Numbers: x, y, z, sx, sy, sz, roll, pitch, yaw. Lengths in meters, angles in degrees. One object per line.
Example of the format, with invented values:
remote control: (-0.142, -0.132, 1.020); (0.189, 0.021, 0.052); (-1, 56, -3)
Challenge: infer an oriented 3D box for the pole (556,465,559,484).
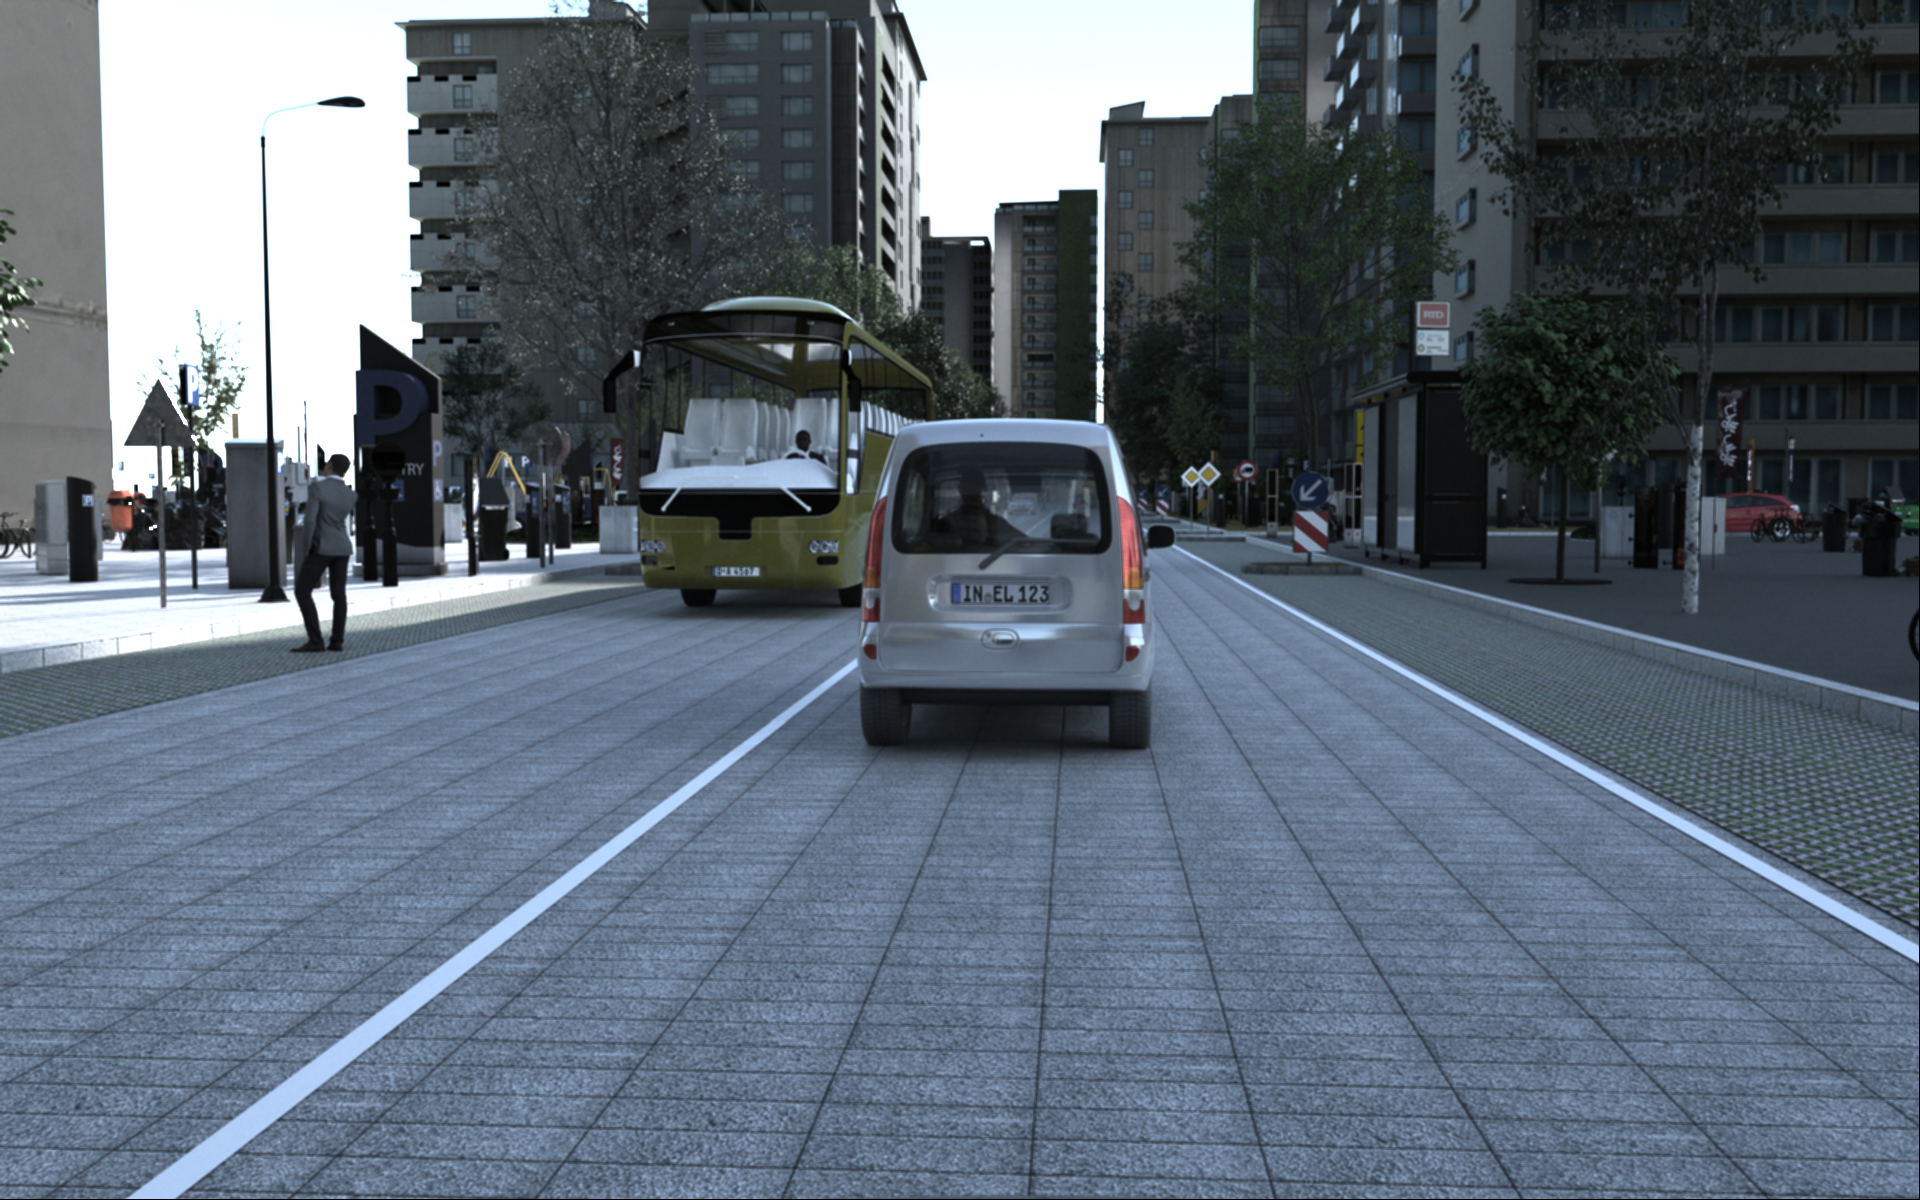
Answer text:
pole: (-26.512, -7.361, 114.189); (0.158, 3.312, 0.155); (0, 3, 0)

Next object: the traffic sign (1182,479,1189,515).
traffic sign: (12.702, -5.785, 96.717); (0.606, 2.300, 0.079); (1, 4, 14)

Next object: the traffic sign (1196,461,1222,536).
traffic sign: (7.608, -3.023, 53.074); (0.795, 2.450, 0.064); (0, 4, 4)

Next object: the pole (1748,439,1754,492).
pole: (29.335, -4.308, 64.283); (0.158, 3.312, 0.155); (0, 3, 0)

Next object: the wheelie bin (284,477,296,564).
wheelie bin: (-12.580, -1.449, 31.604); (0.980, 1.594, 0.693); (1, 4, 13)

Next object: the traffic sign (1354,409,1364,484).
traffic sign: (10.569, -2.907, 41.409); (2.265, 3.308, 0.079); (0, 4, 8)

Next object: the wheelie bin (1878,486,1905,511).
wheelie bin: (35.582, -3.567, 66.221); (0.980, 1.594, 0.693); (-1, 4, -9)

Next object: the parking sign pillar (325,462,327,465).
parking sign pillar: (-48.579, -8.884, 133.732); (1.447, 3.967, 1.447); (-1, 4, -18)

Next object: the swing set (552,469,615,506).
swing set: (-22.866, -6.649, 106.333); (3.119, 2.851, 2.862); (-2, 4, -35)

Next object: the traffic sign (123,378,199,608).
traffic sign: (-8.992, -1.191, 19.484); (0.884, 2.594, 0.081); (0, 4, 6)

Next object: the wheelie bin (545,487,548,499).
wheelie bin: (-17.985, -4.079, 74.605); (0.693, 1.594, 0.980); (-3, 5, -41)

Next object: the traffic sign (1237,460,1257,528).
traffic sign: (10.737, -3.959, 64.837); (0.768, 2.556, 0.104); (0, 4, 4)

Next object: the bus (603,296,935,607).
bus: (-2.123, -2.065, 25.305); (2.896, 3.916, 12.252); (0, 4, 4)

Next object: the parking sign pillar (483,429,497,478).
parking sign pillar: (-19.390, -5.081, 71.552); (1.447, 3.967, 1.447); (-1, 4, -18)

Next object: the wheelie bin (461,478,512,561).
wheelie bin: (-9.130, -1.552, 33.285); (0.693, 1.594, 0.980); (3, 5, 44)

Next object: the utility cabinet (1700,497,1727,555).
utility cabinet: (15.848, -1.572, 36.858); (1.020, 1.237, 0.306); (-2, 4, -29)

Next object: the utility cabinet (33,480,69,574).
utility cabinet: (-14.577, -1.166, 27.739); (0.318, 1.500, 1.173); (-3, 4, -36)

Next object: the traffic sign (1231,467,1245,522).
traffic sign: (12.838, -4.870, 79.727); (0.768, 2.556, 0.104); (0, 4, 7)

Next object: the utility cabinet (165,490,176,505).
utility cabinet: (-44.384, -5.421, 97.311); (0.318, 1.500, 1.173); (-3, 4, -37)

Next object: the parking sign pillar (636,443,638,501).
parking sign pillar: (-11.270, -4.553, 62.914); (1.447, 3.967, 1.447); (-3, 4, -36)

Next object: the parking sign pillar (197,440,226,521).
parking sign pillar: (-36.142, -5.822, 83.667); (1.447, 3.967, 1.447); (2, 4, 24)

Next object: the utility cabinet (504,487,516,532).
utility cabinet: (-14.672, -2.819, 54.772); (1.173, 1.500, 0.318); (1, 4, 9)

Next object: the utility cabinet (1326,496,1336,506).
utility cabinet: (14.478, -3.543, 69.095); (1.020, 1.237, 0.306); (-1, 4, -23)

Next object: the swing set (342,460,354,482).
swing set: (-26.910, -4.870, 77.248); (2.862, 2.851, 3.119); (-1, 4, -22)

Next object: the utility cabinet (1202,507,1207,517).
utility cabinet: (13.806, -5.269, 94.820); (1.173, 1.500, 0.318); (-1, 4, -9)

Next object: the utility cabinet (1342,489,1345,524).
utility cabinet: (16.376, -3.935, 73.017); (0.318, 1.500, 1.173); (2, 4, 24)

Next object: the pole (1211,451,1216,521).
pole: (11.881, -5.344, 81.222); (0.158, 3.312, 0.155); (0, 3, 0)

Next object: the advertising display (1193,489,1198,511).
advertising display: (15.946, -6.724, 115.156); (0.974, 1.923, 0.123); (0, 4, -7)

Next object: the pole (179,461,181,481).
pole: (-48.716, -7.002, 108.319); (0.158, 3.312, 0.155); (0, 3, 0)

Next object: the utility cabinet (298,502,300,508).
utility cabinet: (-48.946, -7.131, 127.760); (0.306, 1.237, 1.020); (-3, 4, -37)

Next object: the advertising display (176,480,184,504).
advertising display: (-37.086, -4.718, 82.349); (0.123, 1.923, 0.974); (-1, 4, -10)

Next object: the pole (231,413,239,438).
pole: (-18.203, -3.042, 43.580); (0.158, 3.312, 0.155); (0, 3, 0)

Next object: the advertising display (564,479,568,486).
advertising display: (-16.855, -4.217, 74.164); (0.123, 1.923, 0.974); (-1, 4, -14)

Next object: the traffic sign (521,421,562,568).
traffic sign: (-7.287, -1.838, 30.157); (0.768, 2.556, 0.104); (1, 4, 12)

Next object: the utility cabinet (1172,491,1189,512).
utility cabinet: (15.162, -6.763, 119.259); (1.173, 1.500, 0.318); (-1, 4, -23)

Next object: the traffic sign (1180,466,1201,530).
traffic sign: (8.156, -3.511, 61.040); (0.795, 2.450, 0.064); (0, 4, 4)

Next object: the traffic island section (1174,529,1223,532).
traffic island section: (8.180, -2.375, 61.116); (2.009, 0.180, 2.903); (0, 4, 4)

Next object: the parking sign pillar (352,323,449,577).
parking sign pillar: (-8.828, -2.370, 27.227); (1.447, 3.967, 1.447); (0, 4, 8)

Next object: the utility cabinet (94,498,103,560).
utility cabinet: (-16.973, -1.394, 33.956); (0.306, 1.237, 1.020); (-2, 4, -27)

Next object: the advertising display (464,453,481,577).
advertising display: (-7.687, -1.353, 27.334); (0.123, 1.923, 0.974); (-1, 4, -9)

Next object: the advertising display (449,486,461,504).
advertising display: (-40.191, -8.113, 137.855); (0.974, 1.923, 0.123); (0, 4, -3)

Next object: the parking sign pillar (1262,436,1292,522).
parking sign pillar: (14.721, -5.626, 80.463); (1.447, 3.967, 1.447); (1, 4, 9)

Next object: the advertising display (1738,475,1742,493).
advertising display: (26.853, -3.329, 59.651); (0.123, 1.923, 0.974); (2, 4, 25)

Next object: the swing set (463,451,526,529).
swing set: (-16.970, -4.084, 64.387); (2.862, 2.851, 3.119); (-1, 4, -13)

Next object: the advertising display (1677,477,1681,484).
advertising display: (26.762, -3.628, 64.537); (0.123, 1.923, 0.974); (2, 4, 24)

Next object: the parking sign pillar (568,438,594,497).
parking sign pillar: (-18.488, -5.871, 84.458); (1.447, 3.967, 1.447); (2, 4, 31)

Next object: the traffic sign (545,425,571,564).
traffic sign: (-7.476, -1.926, 31.598); (0.768, 2.556, 0.104); (0, 4, 4)

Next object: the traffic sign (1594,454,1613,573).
traffic sign: (10.427, -1.722, 28.267); (0.768, 2.556, 0.104); (0, 4, 7)
